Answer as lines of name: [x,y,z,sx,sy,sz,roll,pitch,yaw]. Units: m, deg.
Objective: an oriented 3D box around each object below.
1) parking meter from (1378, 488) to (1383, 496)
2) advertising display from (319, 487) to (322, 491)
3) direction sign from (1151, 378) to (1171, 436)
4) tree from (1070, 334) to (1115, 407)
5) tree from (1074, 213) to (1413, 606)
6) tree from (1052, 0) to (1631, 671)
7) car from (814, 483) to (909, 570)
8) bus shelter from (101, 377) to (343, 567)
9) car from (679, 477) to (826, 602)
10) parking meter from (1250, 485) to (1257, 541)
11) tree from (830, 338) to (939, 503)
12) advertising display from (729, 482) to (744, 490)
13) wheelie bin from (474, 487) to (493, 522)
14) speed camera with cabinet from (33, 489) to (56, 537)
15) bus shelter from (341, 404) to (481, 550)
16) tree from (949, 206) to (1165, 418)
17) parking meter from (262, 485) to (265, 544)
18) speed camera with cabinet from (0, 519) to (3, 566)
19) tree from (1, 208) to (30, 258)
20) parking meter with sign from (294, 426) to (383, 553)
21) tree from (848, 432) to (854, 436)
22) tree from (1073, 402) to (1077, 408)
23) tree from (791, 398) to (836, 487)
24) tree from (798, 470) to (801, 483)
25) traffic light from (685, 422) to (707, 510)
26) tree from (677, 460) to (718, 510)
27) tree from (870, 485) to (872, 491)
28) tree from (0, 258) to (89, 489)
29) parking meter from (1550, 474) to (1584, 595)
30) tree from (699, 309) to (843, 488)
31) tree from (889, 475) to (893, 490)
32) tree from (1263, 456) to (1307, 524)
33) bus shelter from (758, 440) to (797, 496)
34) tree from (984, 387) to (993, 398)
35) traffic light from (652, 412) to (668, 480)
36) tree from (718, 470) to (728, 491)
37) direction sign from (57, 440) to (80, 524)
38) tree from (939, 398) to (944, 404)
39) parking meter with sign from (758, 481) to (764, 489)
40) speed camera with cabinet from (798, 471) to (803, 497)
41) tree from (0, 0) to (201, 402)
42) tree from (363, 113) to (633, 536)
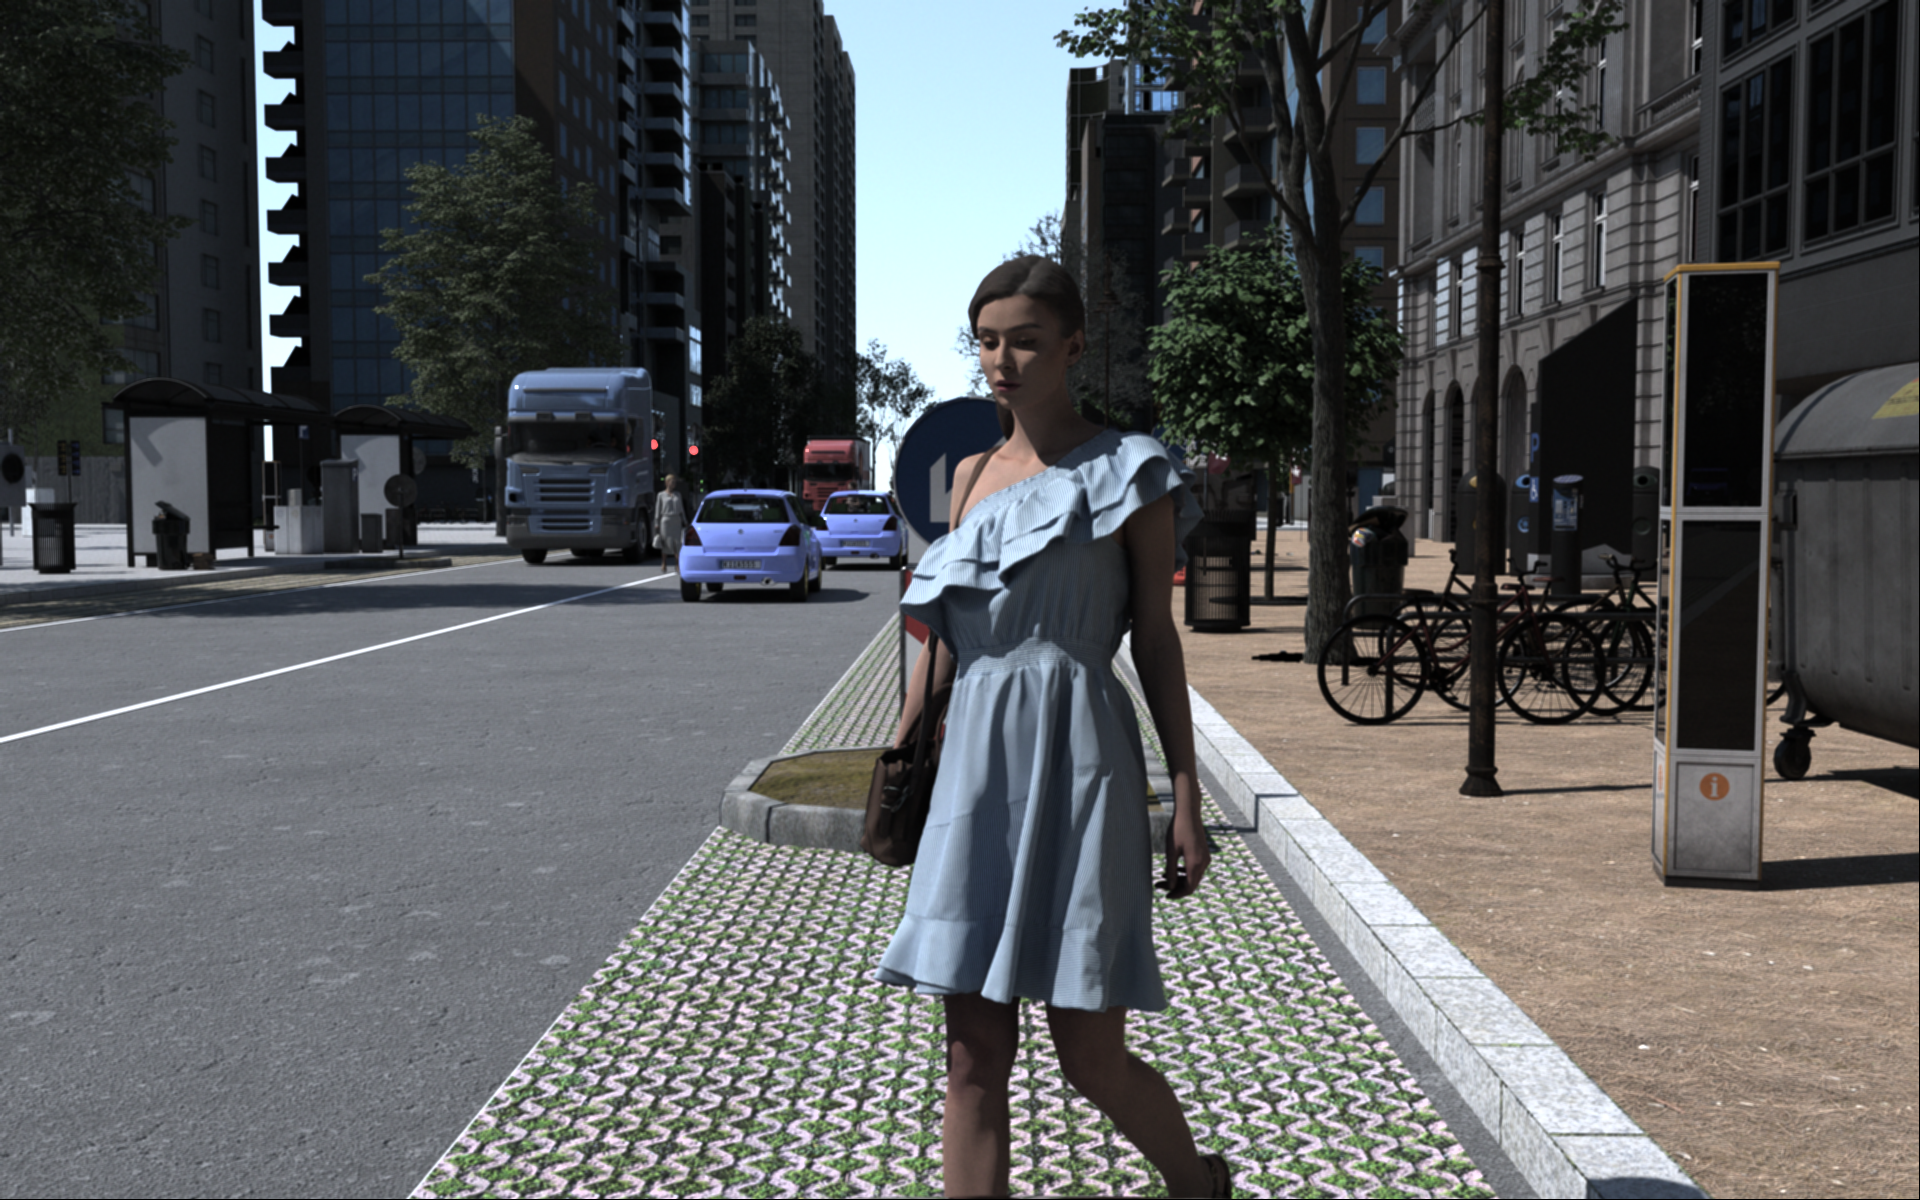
parking meter: [17.267,-3.812,70.738,0.372,1.533,0.369,0,3,0]
advertising display: [-21.477,-3.299,59.151,0.123,1.923,0.974,2,4,34]
direction sign: [3.669,-2.384,30.972,0.379,3.537,0.876,3,5,40]
tree: [5.514,-11.238,101.870,7.486,12.596,7.792,0,3,0]
tree: [3.643,-2.241,20.354,4.285,4.588,4.351,0,3,0]
tree: [2.653,-5.329,12.886,9.928,11.665,9.643,0,3,0]
car: [-1.908,-1.487,33.896,1.945,1.707,3.694,0,4,1]
bus shelter: [-13.783,-2.374,32.735,2.014,3.302,5.546,0,4,1]
car: [-2.878,-0.903,24.362,1.945,1.707,3.694,0,4,-1]
parking meter: [7.974,-2.401,47.671,0.372,1.533,0.369,0,3,0]
tree: [-9.517,-21.520,207.739,12.611,20.169,13.585,0,3,0]
advertising display: [-11.749,-5.254,91.112,0.123,1.923,0.974,3,4,36]
wheelie bin: [-21.846,-4.377,79.476,0.980,1.594,0.693,1,4,13]
speed camera with cabinet: [-27.978,-3.531,52.060,2.038,3.252,0.660,3,4,38]
bus shelter: [-13.377,-2.931,41.851,2.014,3.302,5.546,0,4,1]
tree: [4.486,-10.071,75.034,12.009,13.543,11.850,0,3,0]
parking meter: [-17.667,-2.201,44.403,0.372,1.533,0.369,0,3,0]
speed camera with cabinet: [-17.140,-2.182,30.006,0.660,3.252,2.038,1,4,10]
tree: [-22.871,-5.481,39.981,4.360,8.622,3.978,0,3,0]
parking meter with sign: [-13.442,-2.526,37.556,1.738,3.016,0.543,0,4,3]
tree: [-11.263,-13.847,176.758,4.360,8.622,3.978,0,3,0]
tree: [4.107,-8.214,84.665,4.360,8.622,3.978,0,3,0]
tree: [-11.128,-10.878,128.212,4.737,8.622,4.395,0,3,0]
tree: [-11.362,-9.478,138.673,4.285,4.588,4.351,0,3,0]
traffic light: [-10.308,-4.809,67.550,0.839,4.253,0.868,0,4,1]
tree: [-12.976,-5.480,84.203,1.663,3.219,1.824,0,3,0]
tree: [-10.139,-11.647,185.032,1.663,3.219,1.824,0,3,0]
tree: [-30.641,-6.501,56.660,4.360,8.622,3.978,0,3,0]
parking meter: [7.742,-0.837,22.093,0.372,1.533,0.369,0,3,0]
tree: [-11.763,-11.637,107.267,9.611,12.733,9.660,0,3,0]
tree: [-9.062,-16.849,259.188,4.285,4.588,4.351,0,3,0]
tree: [13.626,-4.841,73.748,1.663,3.219,1.824,0,3,0]
bus shelter: [-12.592,-8.728,120.333,2.179,5.291,8.768,0,4,1]
tree: [6.243,-15.291,156.661,9.857,13.997,8.962,0,3,0]
traffic light: [-10.475,-4.321,59.566,0.839,4.253,0.868,0,4,1]
tree: [-19.234,-8.854,139.365,1.663,3.219,1.824,0,3,0]
direction sign: [-37.644,-4.968,73.223,0.379,3.537,0.876,3,5,43]
tree: [-7.740,-23.335,237.411,12.611,20.169,13.585,0,3,0]
parking meter with sign: [-15.330,-8.425,134.002,0.543,3.016,1.738,-1,4,-14]
speed camera with cabinet: [-12.653,-8.480,132.976,2.038,3.252,0.660,-2,4,-32]
tree: [-13.689,-6.383,22.493,7.486,12.596,7.792,0,3,0]
tree: [-13.746,-8.179,51.862,7.486,12.596,7.792,0,3,0]
